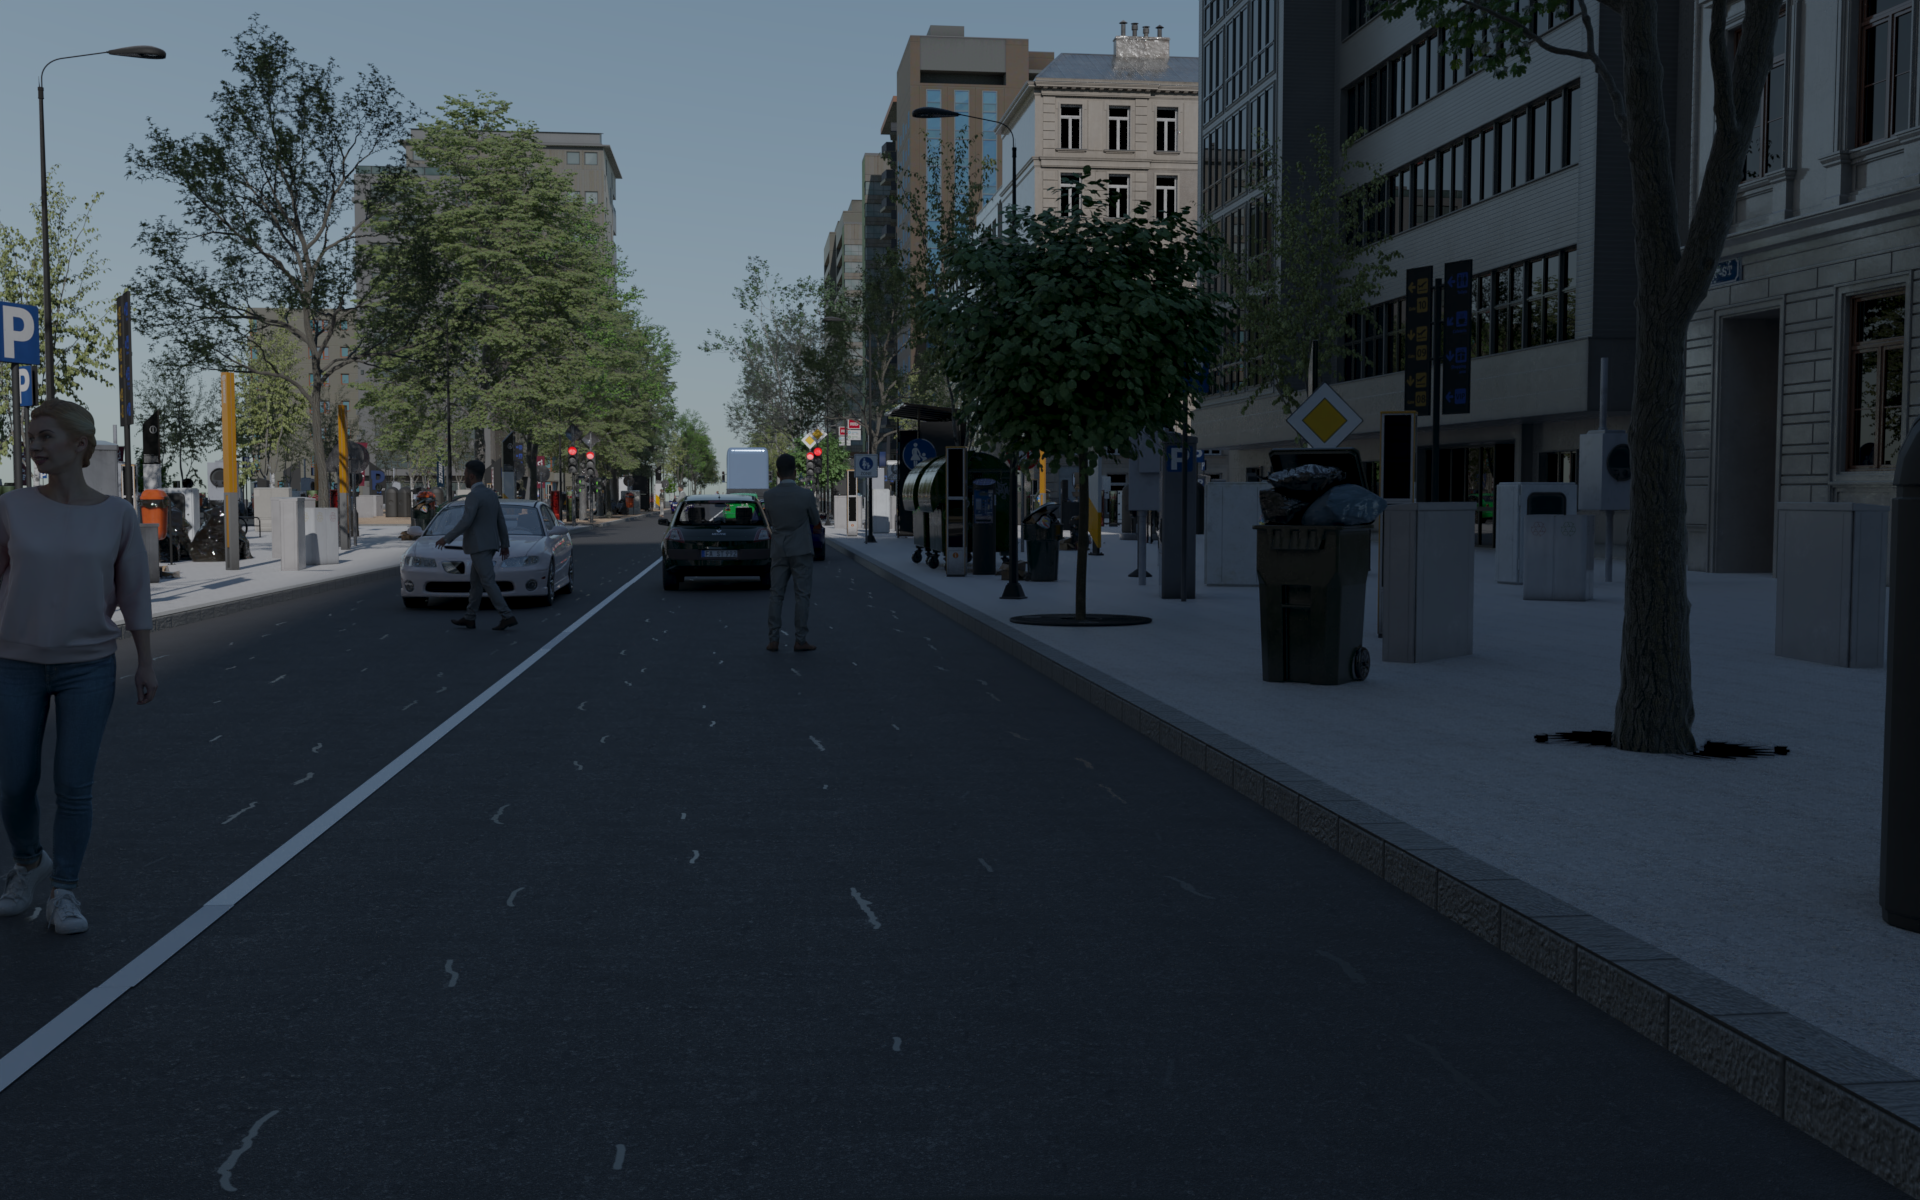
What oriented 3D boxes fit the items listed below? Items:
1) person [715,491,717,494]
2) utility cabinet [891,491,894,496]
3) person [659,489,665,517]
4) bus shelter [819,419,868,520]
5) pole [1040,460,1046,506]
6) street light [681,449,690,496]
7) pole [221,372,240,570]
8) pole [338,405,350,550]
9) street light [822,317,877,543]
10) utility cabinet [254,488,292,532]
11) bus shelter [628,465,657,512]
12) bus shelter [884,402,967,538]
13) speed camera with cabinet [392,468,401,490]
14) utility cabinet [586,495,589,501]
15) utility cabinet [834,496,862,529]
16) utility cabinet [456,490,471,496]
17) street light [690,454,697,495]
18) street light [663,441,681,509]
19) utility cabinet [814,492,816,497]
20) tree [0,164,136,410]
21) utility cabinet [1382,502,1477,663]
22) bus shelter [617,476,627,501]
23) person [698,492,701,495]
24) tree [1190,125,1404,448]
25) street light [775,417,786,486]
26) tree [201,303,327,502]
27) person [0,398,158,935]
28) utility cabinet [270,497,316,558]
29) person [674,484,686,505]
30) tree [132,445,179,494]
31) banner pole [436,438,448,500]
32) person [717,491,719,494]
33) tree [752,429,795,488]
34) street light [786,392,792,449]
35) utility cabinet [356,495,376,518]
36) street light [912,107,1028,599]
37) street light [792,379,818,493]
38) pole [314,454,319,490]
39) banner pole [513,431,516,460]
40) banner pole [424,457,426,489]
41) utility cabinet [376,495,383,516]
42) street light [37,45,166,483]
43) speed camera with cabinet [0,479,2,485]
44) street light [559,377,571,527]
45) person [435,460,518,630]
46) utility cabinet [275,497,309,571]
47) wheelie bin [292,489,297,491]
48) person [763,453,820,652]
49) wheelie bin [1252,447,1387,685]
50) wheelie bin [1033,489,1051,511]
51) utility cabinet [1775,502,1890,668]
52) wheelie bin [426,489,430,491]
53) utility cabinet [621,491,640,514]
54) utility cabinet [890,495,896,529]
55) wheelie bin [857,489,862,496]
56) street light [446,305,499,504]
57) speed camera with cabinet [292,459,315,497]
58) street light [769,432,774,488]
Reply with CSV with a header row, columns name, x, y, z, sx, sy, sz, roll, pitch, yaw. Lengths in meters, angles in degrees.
name,x,y,z,sx,sy,sz,roll,pitch,yaw
person,-36.145,-15.231,257.401,0.709,1.838,0.599,-1,4,-18
utility cabinet,-5.716,-7.905,137.930,0.318,1.500,1.173,2,4,34
person,-18.596,-6.062,108.166,0.362,1.759,0.519,-1,4,-16
bus shelter,-6.040,-6.863,89.836,2.179,5.291,8.768,0,4,-7
pole,2.725,-3.866,57.058,0.158,3.312,0.155,0,3,0
street light,-28.643,-12.500,176.919,1.470,5.913,1.316,0,4,-7
pole,-12.271,-2.157,29.117,0.158,3.312,0.155,0,3,0
pole,-14.121,-2.805,39.704,0.158,3.312,0.155,0,3,0
street light,-2.905,-4.469,45.605,1.470,5.913,1.316,0,4,-7
utility cabinet,-23.206,-3.048,58.513,1.173,1.500,0.318,0,4,-1
bus shelter,-23.621,-9.154,127.305,2.179,5.291,8.768,0,4,-7
bus shelter,-0.964,-3.445,47.615,1.731,3.624,6.357,0,4,-7
speed camera with cabinet,-42.648,-8.377,131.293,0.660,3.252,2.038,-1,4,-22
utility cabinet,-31.546,-8.288,146.665,0.306,1.237,1.020,-1,4,-18
utility cabinet,-4.165,-3.266,64.559,1.020,1.237,0.306,0,4,3
utility cabinet,-25.188,-4.901,88.810,1.173,1.500,0.318,-2,4,-29
street light,-31.711,-14.000,201.448,1.470,5.913,1.316,0,4,-7
street light,-25.548,-11.000,152.389,1.470,5.913,1.316,0,4,-7
utility cabinet,-10.956,-7.882,137.545,1.173,1.500,0.318,1,4,11
tree,-20.946,-5.433,39.200,4.737,8.622,4.395,0,3,0
utility cabinet,3.668,-0.146,13.552,0.306,1.237,1.020,3,5,41
bus shelter,-27.085,-9.034,141.625,2.014,3.302,5.546,0,4,-7
person,-31.921,-12.475,212.989,1.217,1.766,0.721,3,5,41
tree,6.684,-5.108,33.876,4.737,8.622,4.395,0,3,0
street light,-10.163,-8.038,103.963,1.470,5.913,1.316,0,4,-7
tree,-25.798,-6.999,64.791,4.737,8.622,4.395,0,3,0
person,-3.091,0.209,5.756,0.731,1.740,0.598,-2,4,-30
utility cabinet,-13.469,-1.460,35.034,0.306,1.237,1.020,1,4,18
person,-10.737,-3.533,66.453,0.466,1.800,0.511,-1,4,-11
tree,-27.618,-3.919,58.685,1.663,3.219,1.824,0,3,0
banner pole,-23.061,-5.339,77.307,0.401,3.779,0.863,2,4,28
person,-29.272,-12.278,209.275,0.705,1.821,1.348,-3,5,-39
tree,-17.220,-13.036,163.504,4.737,8.622,4.395,0,3,0
street light,-7.036,-6.503,78.858,1.470,5.913,1.316,0,4,-7
utility cabinet,-32.397,-5.071,94.074,0.306,1.237,1.020,3,4,38
street light,0.119,-2.965,21.017,1.470,5.913,1.316,0,4,-7
street light,-5.873,-5.946,69.752,1.470,5.913,1.316,0,4,-7
pole,-32.728,-5.767,88.126,0.158,3.312,0.155,0,3,0
banner pole,-17.662,-4.799,68.478,0.401,3.779,0.863,0,4,1
banner pole,-33.485,-7.246,108.489,0.401,3.779,0.863,-1,4,-20
utility cabinet,-33.734,-5.452,100.303,0.306,1.237,1.020,0,4,3
street light,-8.924,-2.783,18.037,1.470,5.913,1.316,0,4,-7
speed camera with cabinet,-54.253,-6.316,97.603,0.660,3.252,2.038,-2,4,-33
street light,-14.993,-5.798,67.341,1.470,5.913,1.316,0,4,-7
person,-5.061,-0.583,18.313,0.850,1.792,0.678,1,4,12
utility cabinet,-11.333,-1.116,29.407,0.306,1.237,1.020,-1,4,-14
wheelie bin,-40.175,-5.910,104.542,0.980,1.594,0.693,3,5,41
person,-1.542,-0.443,15.917,0.511,1.800,0.466,0,4,-1
wheelie bin,2.435,-0.241,11.842,0.980,1.594,0.693,2,4,34
wheelie bin,3.267,-3.735,68.983,0.693,1.594,0.980,0,4,-3
utility cabinet,6.654,-0.127,13.243,0.306,1.237,1.020,0,4,-4
wheelie bin,-35.414,-6.556,115.096,0.980,1.594,0.693,-3,5,-44
utility cabinet,-20.846,-6.170,109.555,1.173,1.500,0.318,0,4,2
utility cabinet,-2.693,-3.234,64.034,0.306,1.237,1.020,-3,4,-37
wheelie bin,-6.832,-6.404,112.606,0.980,1.594,0.693,2,4,24
street light,-12.034,-4.289,42.662,1.470,5.913,1.316,0,4,-7
speed camera with cabinet,-36.640,-6.251,96.547,0.660,3.252,2.038,0,4,5
street light,-13.161,-9.515,128.106,1.470,5.913,1.316,0,4,-7
